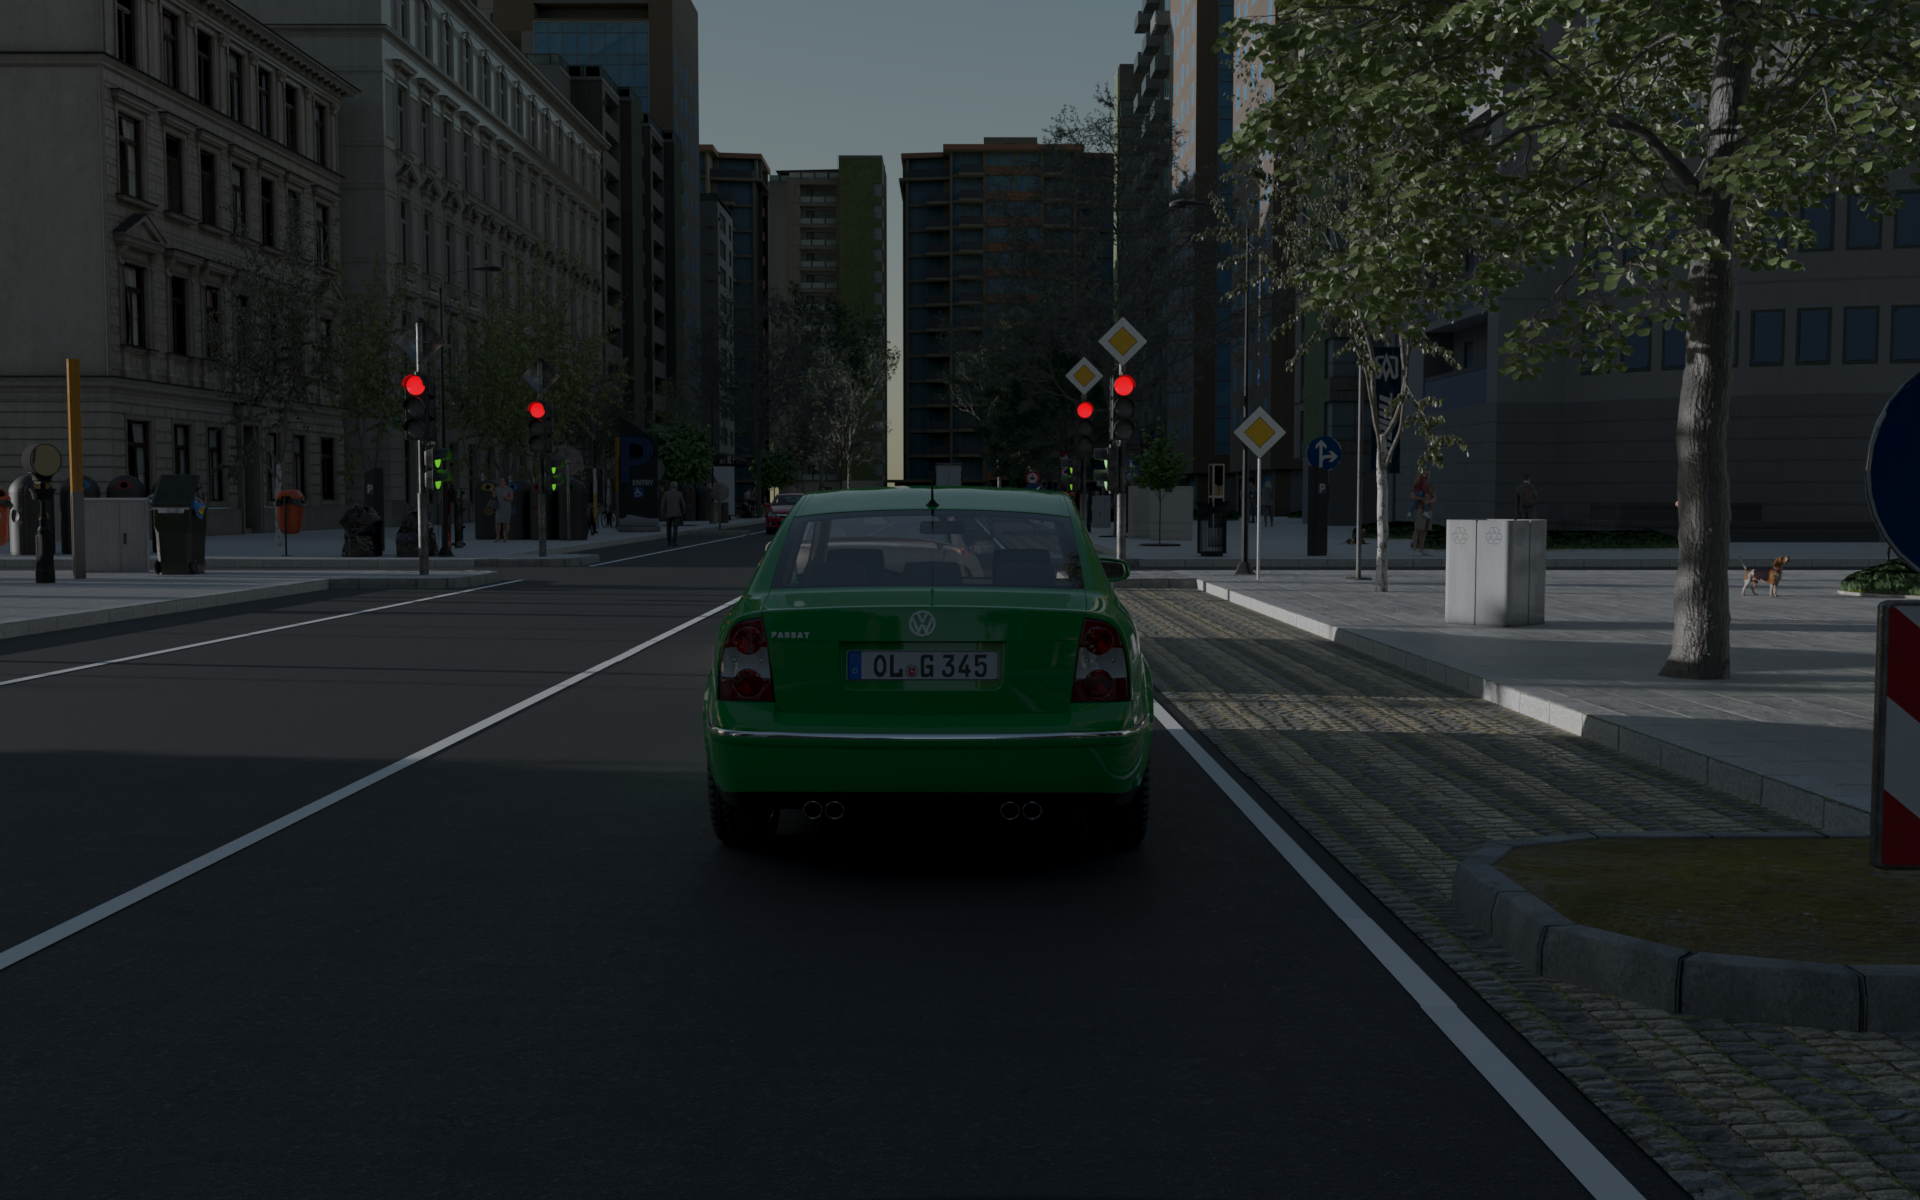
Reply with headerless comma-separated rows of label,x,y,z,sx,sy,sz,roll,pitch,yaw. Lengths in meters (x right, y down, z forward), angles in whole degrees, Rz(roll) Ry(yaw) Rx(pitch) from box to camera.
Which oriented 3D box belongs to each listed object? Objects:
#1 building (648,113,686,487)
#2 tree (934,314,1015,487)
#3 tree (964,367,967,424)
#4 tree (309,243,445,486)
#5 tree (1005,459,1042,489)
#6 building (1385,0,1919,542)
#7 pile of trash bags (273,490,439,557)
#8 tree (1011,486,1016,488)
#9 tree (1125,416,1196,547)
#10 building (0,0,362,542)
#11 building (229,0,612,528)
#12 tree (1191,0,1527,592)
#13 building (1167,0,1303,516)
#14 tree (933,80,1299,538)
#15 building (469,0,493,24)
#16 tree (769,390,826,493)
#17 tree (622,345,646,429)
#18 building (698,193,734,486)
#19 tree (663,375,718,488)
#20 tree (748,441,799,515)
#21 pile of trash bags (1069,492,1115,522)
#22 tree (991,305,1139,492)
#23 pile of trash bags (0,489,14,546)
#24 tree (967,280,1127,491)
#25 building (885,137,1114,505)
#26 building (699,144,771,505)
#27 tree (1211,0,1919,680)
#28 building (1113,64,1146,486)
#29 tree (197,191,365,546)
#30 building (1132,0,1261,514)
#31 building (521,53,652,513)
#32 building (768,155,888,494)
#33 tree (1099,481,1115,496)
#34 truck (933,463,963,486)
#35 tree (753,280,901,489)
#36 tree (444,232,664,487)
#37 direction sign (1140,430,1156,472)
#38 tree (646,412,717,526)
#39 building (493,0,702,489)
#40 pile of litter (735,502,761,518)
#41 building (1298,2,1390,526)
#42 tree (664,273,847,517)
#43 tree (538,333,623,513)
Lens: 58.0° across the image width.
building,-28.962,-22.013,131.609,14.160,30.474,14.107,0,4,0
tree,3.516,-20.004,182.949,12.611,20.169,13.585,0,3,0
tree,5.054,-13.062,120.225,9.857,13.997,8.962,0,3,0
tree,-17.448,-6.195,51.646,4.737,8.622,4.395,0,3,0
tree,4.786,-8.830,128.080,4.285,4.588,4.351,0,3,0
building,29.752,-31.308,53.891,28.212,58.520,21.231,0,4,0
pile of trash bags,-12.520,-1.605,35.994,3.447,1.369,1.912,0,3,0
tree,4.841,-11.910,145.097,4.360,8.622,3.978,0,3,0
tree,4.930,-2.953,42.880,1.663,3.219,1.824,0,3,0
building,-27.522,-11.661,55.287,10.561,19.102,19.286,0,4,0
building,-29.673,-18.971,86.598,17.030,29.872,44.131,0,4,0
tree,5.369,-4.405,22.388,4.360,8.622,3.978,0,3,0
building,22.723,-28.972,123.800,14.600,45.320,14.200,0,4,0
tree,4.741,-8.611,51.162,12.009,13.543,11.850,0,3,0
building,-46.823,-44.406,164.291,20.611,71.187,20.563,0,4,0
tree,-11.370,-10.500,122.034,4.360,8.622,3.978,0,3,0
tree,-17.482,-8.274,85.637,4.360,8.622,3.978,0,3,0
building,-29.420,-24.267,168.472,14.107,30.474,14.160,0,4,0
tree,-17.161,-9.499,105.678,4.737,8.622,4.395,0,3,0
tree,-11.435,-7.529,106.820,4.285,4.588,4.351,0,3,0
pile of trash bags,5.988,-4.284,79.798,1.912,1.369,3.447,-2,4,-30
tree,4.962,-9.028,82.015,7.601,10.594,8.767,0,4,1
pile of trash bags,-16.141,-1.015,26.344,1.912,1.369,3.447,2,4,31
tree,5.333,-12.101,104.504,9.857,13.997,8.962,0,3,0
building,5.453,-34.294,215.324,28.867,44.769,22.147,0,4,0
building,-38.209,-34.304,215.491,28.867,44.769,22.147,0,4,0
tree,5.613,-5.729,11.789,7.486,12.596,7.792,0,3,0
building,21.779,-29.654,168.436,14.154,41.232,14.086,0,4,0
tree,-16.835,-5.644,42.638,4.360,8.622,3.978,0,3,0
building,26.499,-32.195,145.990,23.786,49.044,30.456,0,4,0
building,-29.560,-21.145,117.426,14.160,30.474,14.107,0,4,0
building,-16.008,-32.306,211.790,14.086,41.232,14.154,0,4,0
tree,7.791,-5.736,88.391,1.663,3.219,1.824,0,3,0
truck,-1.103,-10.588,162.035,2.839,4.237,11.283,0,4,-1
tree,-12.597,-18.185,153.209,12.611,20.169,13.585,0,3,0
tree,-11.740,-6.088,49.903,4.737,8.622,4.395,0,3,0
direction sign,6.745,-4.277,61.930,0.379,3.537,0.876,-2,4,-35
tree,-11.341,-5.267,69.836,4.285,4.588,4.351,0,3,0
building,-29.787,-30.308,145.641,14.600,45.320,14.200,0,4,0
pile of litter,-11.278,-4.742,91.490,1.719,0.858,1.176,2,4,28
building,21.802,-23.958,75.303,14.154,41.232,14.086,0,4,0
tree,-11.231,-11.377,96.384,12.009,13.543,11.850,0,3,0
tree,-17.958,-7.919,79.835,4.360,8.622,3.978,0,3,0
